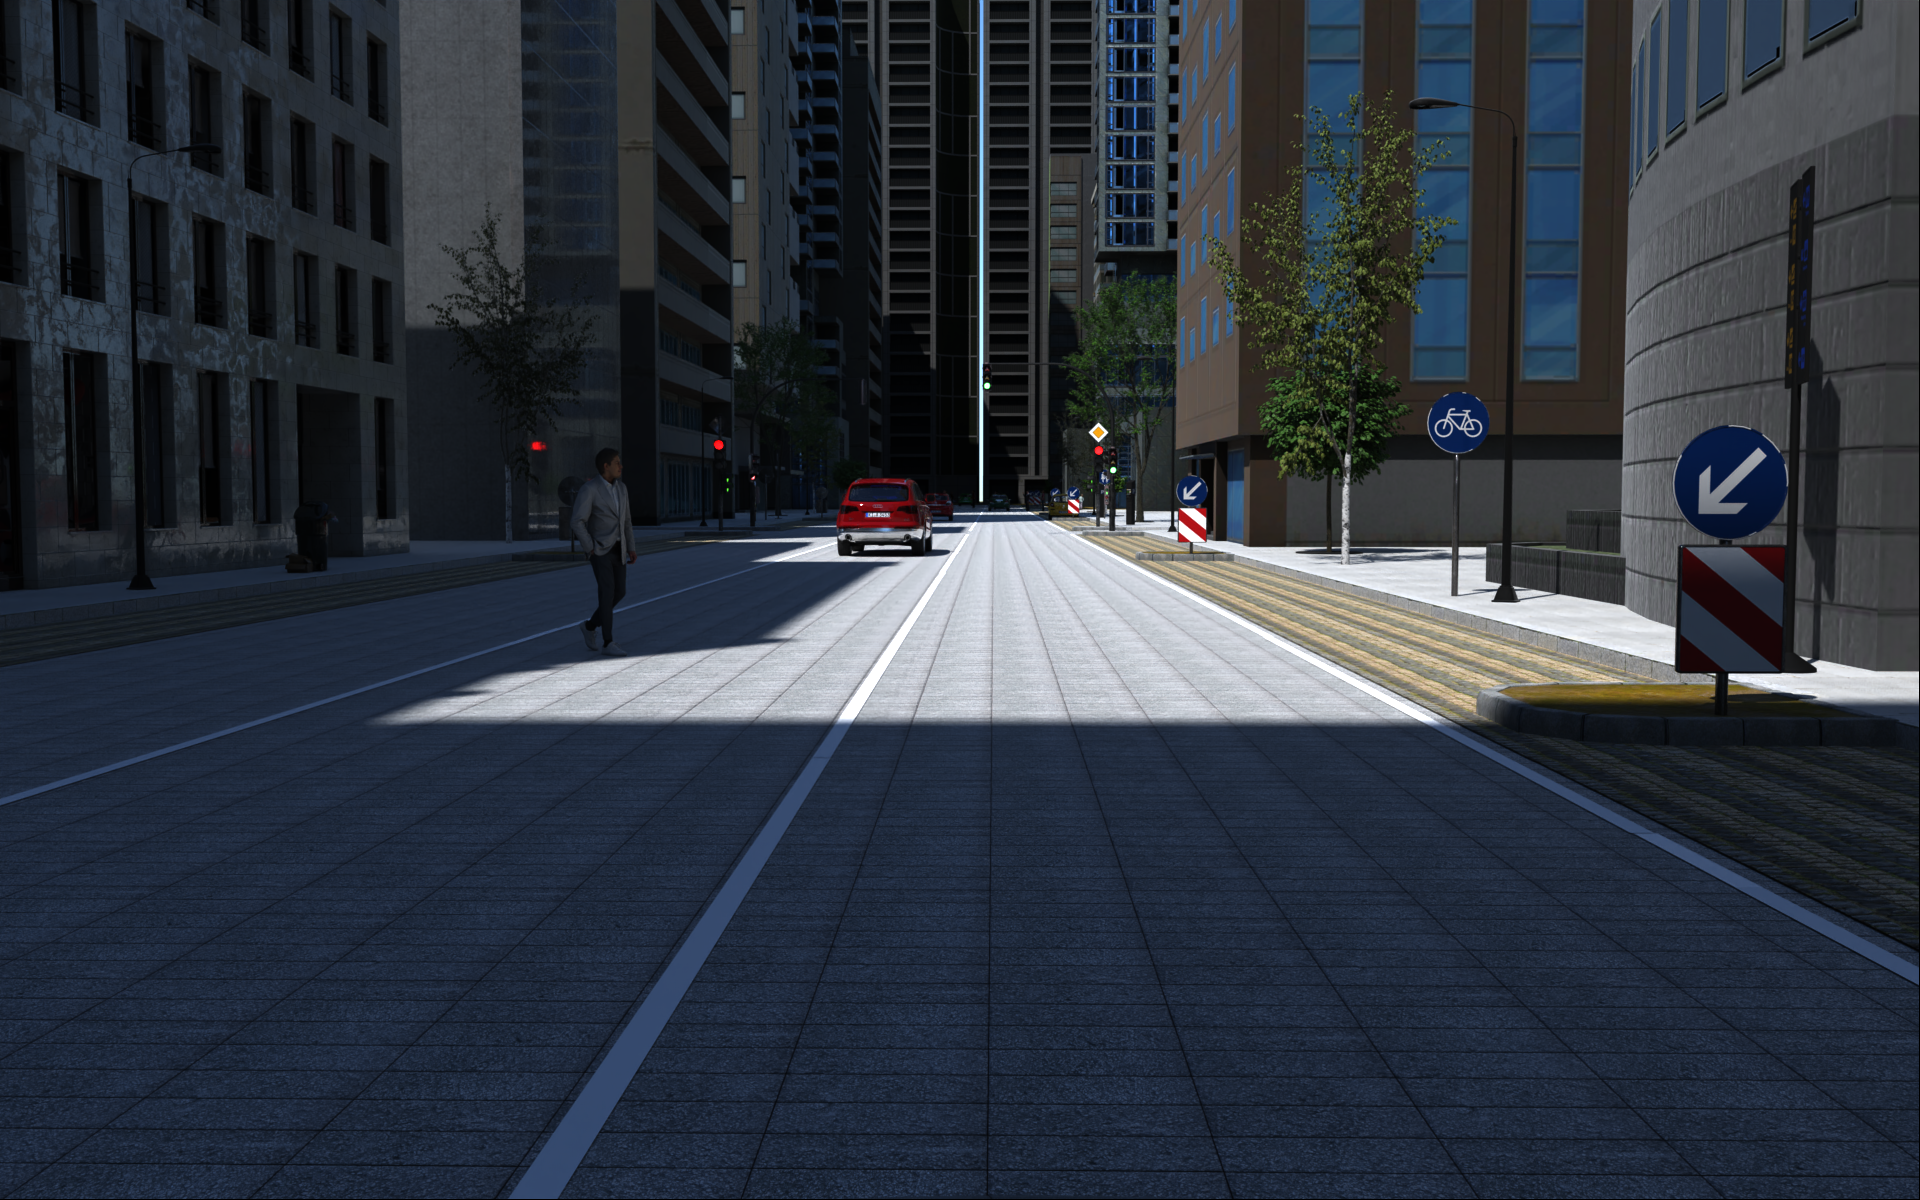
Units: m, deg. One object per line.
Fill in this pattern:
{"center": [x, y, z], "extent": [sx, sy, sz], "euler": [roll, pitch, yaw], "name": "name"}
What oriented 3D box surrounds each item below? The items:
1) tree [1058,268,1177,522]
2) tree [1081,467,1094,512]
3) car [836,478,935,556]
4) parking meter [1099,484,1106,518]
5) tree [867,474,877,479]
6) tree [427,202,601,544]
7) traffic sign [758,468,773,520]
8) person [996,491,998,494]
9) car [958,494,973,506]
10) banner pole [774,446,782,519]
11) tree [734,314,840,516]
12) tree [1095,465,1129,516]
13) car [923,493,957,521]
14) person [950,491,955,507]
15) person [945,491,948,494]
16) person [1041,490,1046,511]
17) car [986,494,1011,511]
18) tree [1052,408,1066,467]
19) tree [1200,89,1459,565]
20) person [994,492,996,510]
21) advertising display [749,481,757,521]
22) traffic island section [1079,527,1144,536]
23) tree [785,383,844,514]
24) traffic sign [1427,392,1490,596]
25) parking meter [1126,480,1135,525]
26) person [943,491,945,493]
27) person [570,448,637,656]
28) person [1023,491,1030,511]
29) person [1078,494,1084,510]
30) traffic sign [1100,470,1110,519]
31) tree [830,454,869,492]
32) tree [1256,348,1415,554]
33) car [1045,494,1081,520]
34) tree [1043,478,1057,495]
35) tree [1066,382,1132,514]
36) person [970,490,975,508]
{"center": [8.321, -9.346, 78.565], "extent": [9.928, 11.665, 9.643], "euler": [0, 3, 0], "name": "tree"}
{"center": [9.432, -7.905, 123.844], "extent": [1.663, 3.219, 1.824], "euler": [0, 3, 0], "name": "tree"}
{"center": [-1.766, -2.021, 41.718], "extent": [2.281, 1.827, 5.304], "euler": [0, 4, 2], "name": "car"}
{"center": [7.688, -5.402, 94.040], "extent": [0.399, 1.863, 0.255], "euler": [-1, 4, -11], "name": "parking meter"}
{"center": [-8.279, -10.426, 165.071], "extent": [1.663, 3.219, 1.824], "euler": [0, 3, 0], "name": "tree"}
{"center": [-11.455, -5.770, 44.704], "extent": [4.360, 8.622, 3.978], "euler": [0, 3, 0], "name": "tree"}
{"center": [-9.548, -5.199, 85.108], "extent": [0.768, 2.556, 0.104], "euler": [1, 4, 10], "name": "traffic sign"}
{"center": [4.105, -11.145, 190.728], "extent": [1.348, 1.822, 0.705], "euler": [2, 4, 24], "name": "person"}
{"center": [0.736, -12.325, 210.316], "extent": [1.959, 1.807, 4.718], "euler": [0, 4, 1], "name": "car"}
{"center": [-9.420, -6.085, 89.512], "extent": [0.401, 3.779, 0.863], "euler": [0, 4, -2], "name": "banner pole"}
{"center": [-10.809, -10.755, 101.601], "extent": [9.928, 11.665, 9.643], "euler": [0, 3, 0], "name": "tree"}
{"center": [9.076, -6.466, 100.316], "extent": [1.663, 3.219, 1.824], "euler": [0, 3, 0], "name": "tree"}
{"center": [-1.263, -5.167, 93.521], "extent": [2.155, 1.783, 4.494], "euler": [0, 4, 0], "name": "car"}
{"center": [-0.850, -11.457, 196.344], "extent": [0.721, 1.766, 1.217], "euler": [1, 4, 18], "name": "person"}
{"center": [-1.571, -10.926, 187.860], "extent": [1.217, 1.743, 0.721], "euler": [3, 5, 42], "name": "person"}
{"center": [6.907, -8.353, 145.789], "extent": [0.721, 1.743, 1.217], "euler": [0, 4, -3], "name": "person"}
{"center": [3.300, -8.259, 146.830], "extent": [2.131, 1.459, 4.920], "euler": [0, 4, 1], "name": "car"}
{"center": [9.600, -11.993, 146.443], "extent": [4.360, 8.622, 3.978], "euler": [0, 3, 0], "name": "tree"}
{"center": [6.834, -4.959, 31.449], "extent": [4.737, 8.622, 4.395], "euler": [0, 3, 0], "name": "tree"}
{"center": [3.272, -9.174, 159.964], "extent": [0.415, 1.643, 0.593], "euler": [-1, 4, -17], "name": "person"}
{"center": [-9.709, -4.647, 81.190], "extent": [0.123, 1.923, 0.974], "euler": [0, 4, 8], "name": "advertising display"}
{"center": [5.287, -2.311, 60.067], "extent": [2.009, 0.180, 2.903], "euler": [0, 4, 1], "name": "traffic island section"}
{"center": [-9.595, -9.991, 113.718], "extent": [4.737, 8.622, 4.395], "euler": [0, 3, 0], "name": "tree"}
{"center": [6.215, -1.320, 21.688], "extent": [0.768, 2.556, 0.104], "euler": [0, 4, 3], "name": "traffic sign"}
{"center": [7.118, -4.070, 72.259], "extent": [0.255, 1.863, 0.399], "euler": [2, 4, 33], "name": "parking meter"}
{"center": [-1.376, -9.044, 156.923], "extent": [0.990, 1.755, 0.434], "euler": [-2, 4, -33], "name": "person"}
{"center": [-3.228, -0.439, 15.530], "extent": [0.795, 1.843, 0.661], "euler": [3, 4, 36], "name": "person"}
{"center": [5.515, -8.285, 144.768], "extent": [0.742, 1.727, 0.445], "euler": [2, 4, 26], "name": "person"}
{"center": [9.648, -7.809, 138.002], "extent": [0.425, 1.301, 0.394], "euler": [0, 4, -1], "name": "person"}
{"center": [7.559, -5.524, 90.415], "extent": [0.768, 2.556, 0.104], "euler": [0, 4, 8], "name": "traffic sign"}
{"center": [-8.982, -9.583, 140.397], "extent": [4.285, 4.588, 4.351], "euler": [0, 3, 0], "name": "tree"}
{"center": [8.081, -3.283, 37.396], "extent": [4.285, 4.588, 4.351], "euler": [0, 3, 0], "name": "tree"}
{"center": [5.809, -5.329, 97.355], "extent": [2.015, 1.641, 3.980], "euler": [0, 4, 2], "name": "car"}
{"center": [9.888, -12.239, 194.707], "extent": [1.663, 3.219, 1.824], "euler": [0, 3, 0], "name": "tree"}
{"center": [9.543, -10.001, 113.871], "extent": [4.360, 8.622, 3.978], "euler": [0, 3, 0], "name": "tree"}
{"center": [1.357, -10.317, 177.138], "extent": [0.705, 1.831, 1.348], "euler": [-1, 4, -17], "name": "person"}
